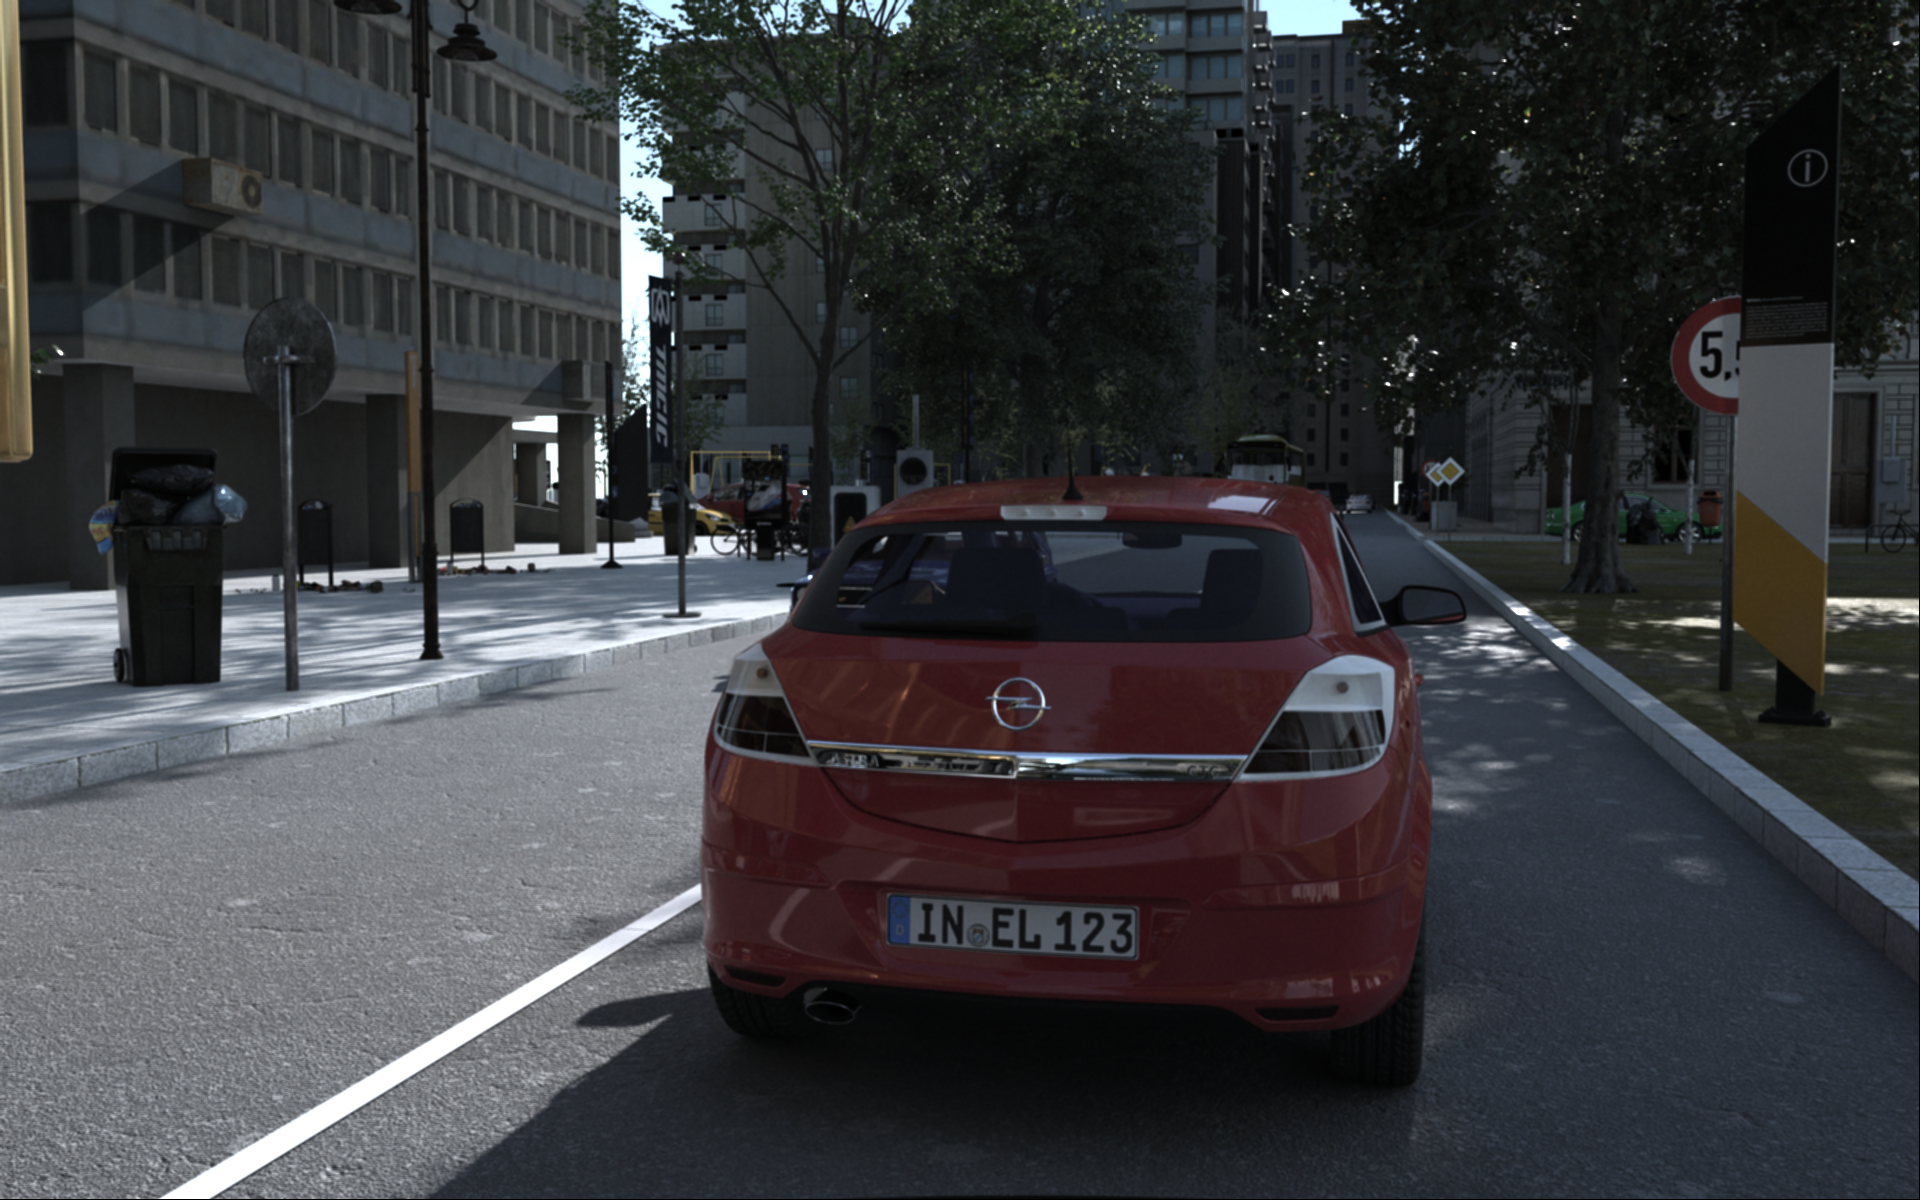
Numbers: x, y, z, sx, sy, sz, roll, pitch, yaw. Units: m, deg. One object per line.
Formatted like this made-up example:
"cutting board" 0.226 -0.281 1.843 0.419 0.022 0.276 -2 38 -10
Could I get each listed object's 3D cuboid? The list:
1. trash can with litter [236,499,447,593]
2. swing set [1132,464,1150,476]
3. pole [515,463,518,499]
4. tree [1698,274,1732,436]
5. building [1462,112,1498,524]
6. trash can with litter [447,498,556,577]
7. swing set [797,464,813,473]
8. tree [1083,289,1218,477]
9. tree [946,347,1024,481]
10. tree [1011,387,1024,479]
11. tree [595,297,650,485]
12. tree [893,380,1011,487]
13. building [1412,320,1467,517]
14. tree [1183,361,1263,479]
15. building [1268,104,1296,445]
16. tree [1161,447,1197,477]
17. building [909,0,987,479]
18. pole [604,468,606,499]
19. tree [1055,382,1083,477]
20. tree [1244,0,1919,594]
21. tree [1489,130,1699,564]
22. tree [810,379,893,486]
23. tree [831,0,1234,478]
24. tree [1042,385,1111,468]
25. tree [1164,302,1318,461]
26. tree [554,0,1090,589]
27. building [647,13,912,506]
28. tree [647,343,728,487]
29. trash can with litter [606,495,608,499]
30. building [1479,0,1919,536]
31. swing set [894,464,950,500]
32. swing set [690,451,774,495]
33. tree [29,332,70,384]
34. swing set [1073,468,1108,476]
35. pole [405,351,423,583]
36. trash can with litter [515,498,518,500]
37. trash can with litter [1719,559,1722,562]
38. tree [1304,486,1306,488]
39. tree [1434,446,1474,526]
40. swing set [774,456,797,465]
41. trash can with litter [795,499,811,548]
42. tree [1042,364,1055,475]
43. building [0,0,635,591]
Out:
"trash can with litter" -8.277 -0.722 22.860 2.233 1.210 1.678 1 4 22
"swing set" 9.794 -5.665 90.236 2.862 2.851 3.119 0 4 7
"pole" -25.663 -6.510 100.276 0.158 3.312 0.155 0 3 0
"tree" 15.440 -5.300 37.015 4.360 8.622 3.978 0 3 0
"building" 31.415 -14.818 84.073 13.314 21.916 24.055 1 4 13
"trash can with litter" -7.551 -1.037 28.005 2.233 1.210 1.678 -2 4 -33
"swing set" -8.611 -5.681 90.507 3.119 2.851 2.862 0 4 -6
"tree" 6.916 -6.813 61.760 4.360 8.622 3.978 0 3 0
"tree" 1.120 -7.934 80.079 4.360 8.622 3.978 0 3 0
"tree" 3.188 -9.777 110.208 4.737 8.622 4.395 0 3 0
"tree" -12.820 -6.966 64.256 4.360 8.622 3.978 0 3 0
"tree" -0.477 -9.102 99.175 4.737 8.622 4.395 0 3 0
"building" 36.750 -17.840 110.745 14.314 24.678 30.058 1 4 13
"tree" 14.523 -8.854 95.128 4.737 8.622 4.395 0 3 0
"building" 30.505 -33.449 197.008 14.200 45.320 14.600 1 4 13
"tree" 8.978 -4.686 71.225 1.663 3.219 1.824 0 3 0
"building" 8.884 -40.122 197.990 28.212 58.520 21.231 1 4 13
"pole" -27.585 -8.607 134.573 0.158 3.312 0.155 0 3 0
"tree" 7.245 -7.980 80.836 4.360 8.622 3.978 0 3 0
"tree" 8.524 -6.445 22.382 9.611 12.733 9.660 0 3 0
"tree" 10.889 -4.970 31.625 4.360 8.622 3.978 0 3 0
"tree" -7.173 -9.801 110.600 4.737 8.622 4.395 0 3 0
"tree" 1.659 -8.203 40.780 9.857 13.997 8.962 0 3 0
"tree" 7.662 -9.544 106.404 4.737 8.622 4.395 0 3 0
"tree" 17.510 -12.264 110.890 12.009 13.543 11.850 0 3 0
"tree" -1.797 -5.978 23.497 9.928 11.665 9.643 0 3 0
"building" -19.149 -37.392 200.603 27.495 52.752 28.713 1 4 13
"tree" -13.667 -8.257 85.363 4.737 8.622 4.395 0 3 0
"trash can with litter" -28.439 -7.928 140.677 2.233 1.210 1.678 3 5 43
"building" 28.353 -13.519 57.195 21.152 22.565 11.583 1 4 13
"swing set" -2.083 -5.668 90.294 3.119 2.851 2.862 0 4 -1
"swing set" -8.490 -4.015 63.269 3.119 2.851 2.862 0 4 -5
"tree" -6.406 -0.944 10.032 1.663 3.219 1.824 0 3 0
"swing set" 8.227 -6.400 102.265 3.119 2.851 2.862 0 4 5
"pole" -7.841 -1.897 24.867 0.158 3.312 0.155 0 3 0
"trash can with litter" -16.612 -3.209 63.851 1.055 1.170 0.624 -2 4 -30
"trash can with litter" 14.048 -1.182 30.710 1.055 1.170 0.624 3 5 40
"tree" 40.075 -12.882 205.226 1.663 3.219 1.824 0 3 0
"tree" 19.671 -4.563 69.201 1.663 3.219 1.824 0 3 0
"swing set" -8.858 -4.527 71.644 3.119 2.851 2.862 1 4 16
"trash can with litter" -3.330 -1.810 40.983 1.055 1.170 0.624 -1 4 -18
"tree" 5.549 -8.629 91.454 4.360 8.622 3.978 0 3 0
"building" -20.099 -20.884 33.335 23.993 40.220 32.217 1 4 13
